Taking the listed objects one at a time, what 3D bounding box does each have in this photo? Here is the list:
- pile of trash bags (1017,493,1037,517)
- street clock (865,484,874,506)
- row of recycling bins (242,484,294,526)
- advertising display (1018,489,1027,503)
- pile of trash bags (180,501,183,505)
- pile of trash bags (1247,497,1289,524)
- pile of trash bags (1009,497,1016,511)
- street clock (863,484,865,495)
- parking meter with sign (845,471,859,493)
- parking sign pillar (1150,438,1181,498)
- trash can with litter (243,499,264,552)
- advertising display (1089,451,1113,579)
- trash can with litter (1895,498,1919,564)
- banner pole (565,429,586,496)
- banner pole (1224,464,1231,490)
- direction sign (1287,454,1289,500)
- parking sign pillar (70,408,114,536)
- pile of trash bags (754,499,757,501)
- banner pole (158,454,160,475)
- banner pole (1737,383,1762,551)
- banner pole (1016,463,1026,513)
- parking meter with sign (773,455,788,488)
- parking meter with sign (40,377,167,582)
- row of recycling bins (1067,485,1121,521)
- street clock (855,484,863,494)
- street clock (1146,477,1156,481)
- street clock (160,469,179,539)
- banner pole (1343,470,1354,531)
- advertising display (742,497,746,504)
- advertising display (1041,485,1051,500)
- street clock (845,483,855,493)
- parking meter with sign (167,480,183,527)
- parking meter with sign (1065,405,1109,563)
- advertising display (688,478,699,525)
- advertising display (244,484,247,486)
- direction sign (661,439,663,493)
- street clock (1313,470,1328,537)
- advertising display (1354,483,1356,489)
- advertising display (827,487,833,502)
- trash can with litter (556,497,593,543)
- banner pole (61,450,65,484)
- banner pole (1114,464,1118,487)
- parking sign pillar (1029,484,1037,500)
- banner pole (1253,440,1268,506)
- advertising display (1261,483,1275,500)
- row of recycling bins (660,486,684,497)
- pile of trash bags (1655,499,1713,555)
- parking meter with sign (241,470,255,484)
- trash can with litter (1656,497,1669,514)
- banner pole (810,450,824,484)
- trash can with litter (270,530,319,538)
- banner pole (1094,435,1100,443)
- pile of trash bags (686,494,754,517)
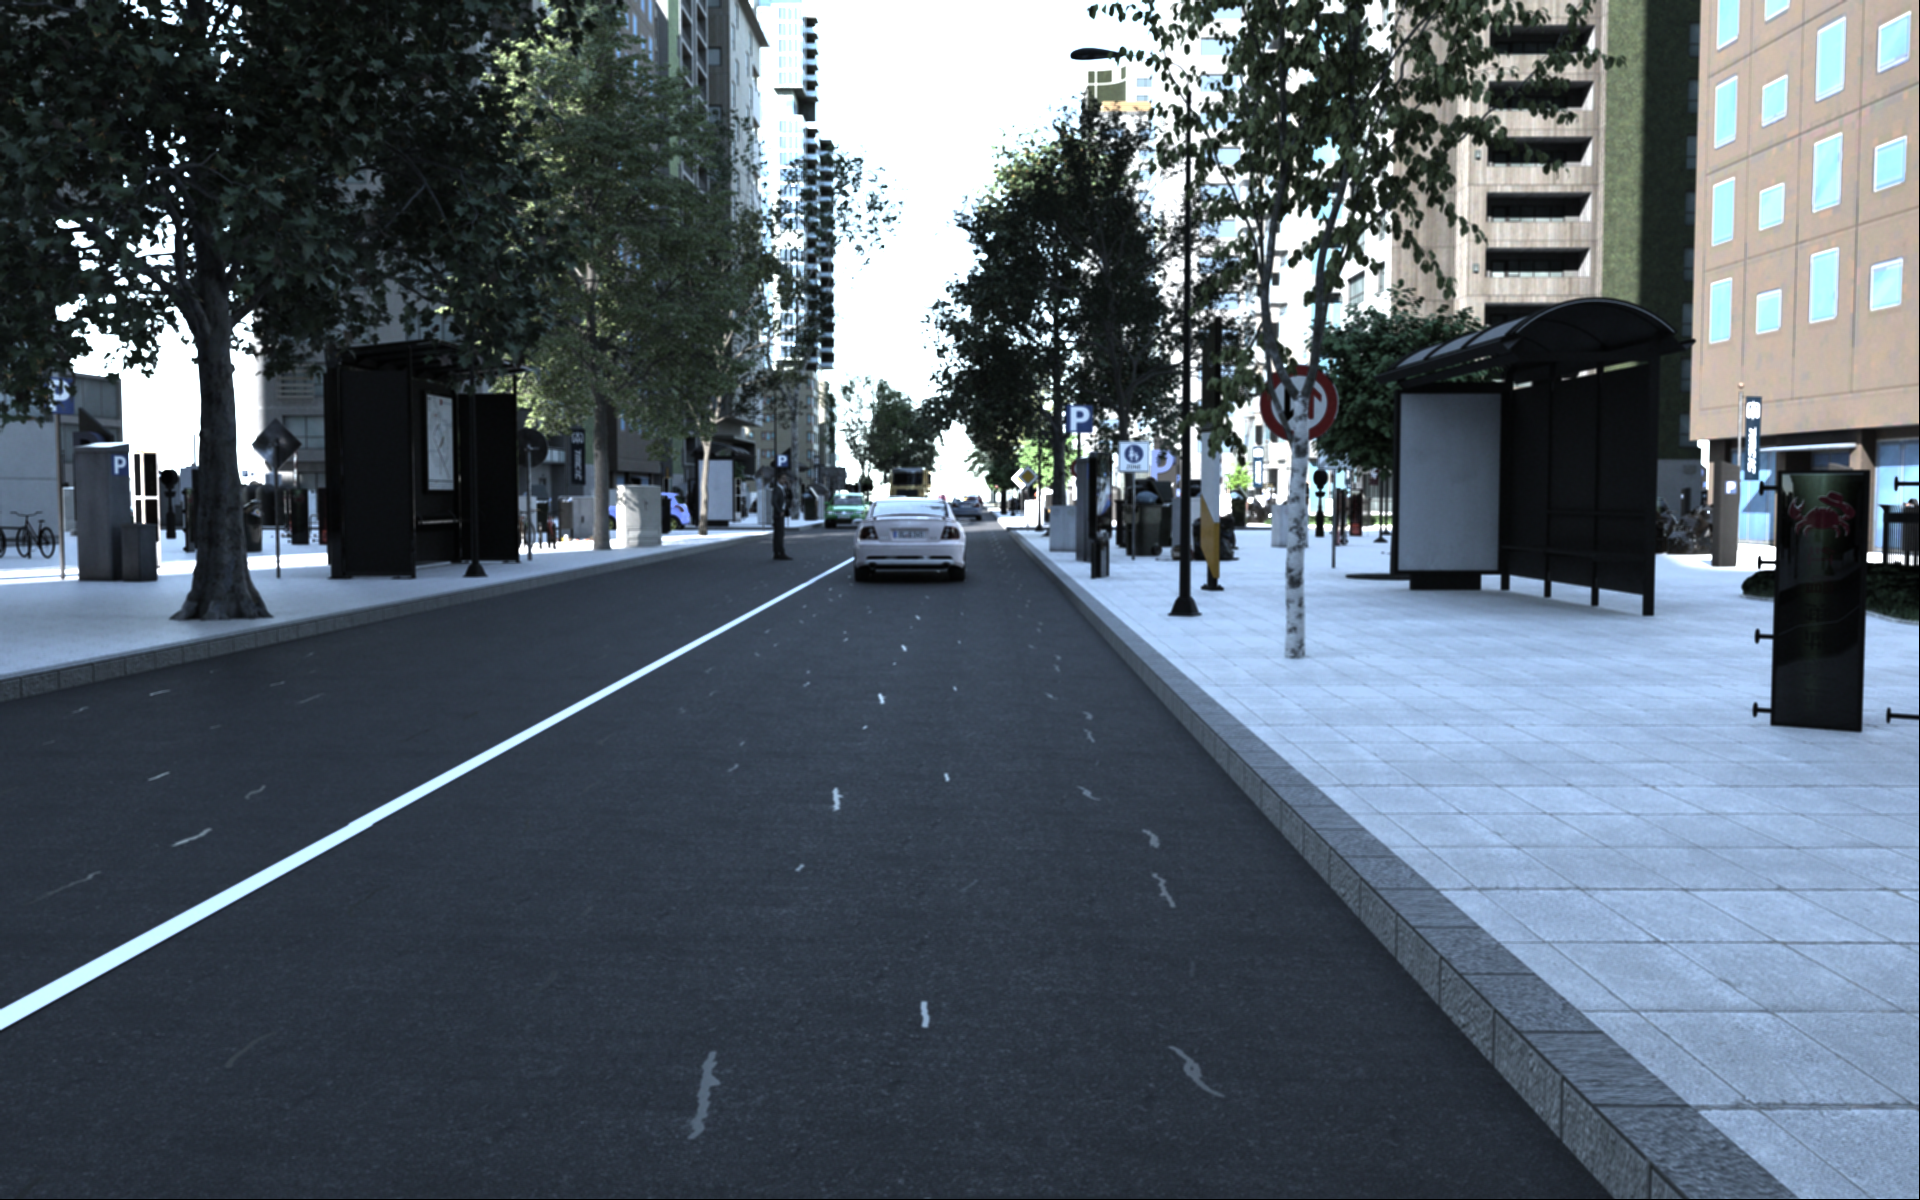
[{"bbox_3d":[4.406,-5.210,94.930,1.912,1.369,3.447,0,4,-4],"label":"pile of trash bags"},{"bbox_3d":[-6.425,-7.390,125.389,0.358,2.002,0.471,1,4,18],"label":"street clock"},{"bbox_3d":[-28.111,-3.833,69.775,3.534,1.692,1.069,2,4,30],"label":"row of recycling bins"},{"bbox_3d":[4.961,-8.053,136.878,0.974,1.923,0.123,-3,4,-38],"label":"advertising display"},{"bbox_3d":[-63.681,-8.095,142.098,3.447,1.369,1.912,2,4,28],"label":"pile of trash bags"},{"bbox_3d":[13.683,-3.944,74.236,1.912,1.369,3.447,-1,4,-21],"label":"pile of trash bags"},{"bbox_3d":[4.946,-7.625,134.416,1.912,1.369,3.447,-1,4,-10],"label":"pile of trash bags"},{"bbox_3d":[-6.947,-7.467,126.658,0.471,2.002,0.358,-1,4,-17],"label":"street clock"},{"bbox_3d":[-8.118,-8.364,133.015,1.738,3.016,0.543,2,4,32],"label":"parking meter with sign"},{"bbox_3d":[8.938,-5.315,75.375,1.447,3.967,1.447,3,4,36],"label":"parking sign pillar"},{"bbox_3d":[-15.923,-1.641,38.212,1.055,1.170,0.624,-1,4,-10],"label":"trash can with litter"},{"bbox_3d":[2.161,-1.309,26.615,0.123,1.923,0.974,1,4,19],"label":"advertising display"},{"bbox_3d":[15.892,-1.090,28.883,1.678,1.210,2.233,1,4,15],"label":"trash can with litter"},{"bbox_3d":[-13.035,-4.183,58.412,0.863,3.779,0.401,-1,4,-11],"label":"banner pole"},{"bbox_3d":[22.052,-9.324,142.466,0.401,3.779,0.863,-3,4,-38],"label":"banner pole"},{"bbox_3d":[18.525,-6.477,97.900,0.379,3.537,0.876,1,4,13],"label":"direction sign"},{"bbox_3d":[-26.867,-3.992,53.749,1.447,3.967,1.447,1,4,21],"label":"parking sign pillar"},{"bbox_3d":[-13.132,-6.892,122.438,1.912,1.369,3.447,3,4,39],"label":"pile of trash bags"},{"bbox_3d":[-50.702,-7.286,109.146,0.401,3.779,0.863,3,5,43],"label":"banner pole"},{"bbox_3d":[17.771,-3.004,39.129,0.863,3.779,0.401,-1,4,-23],"label":"banner pole"},{"bbox_3d":[3.978,-7.627,114.716,0.863,3.779,0.401,0,4,-4],"label":"banner pole"},{"bbox_3d":[-8.079,-4.960,77.361,0.543,3.016,1.738,-1,4,-16],"label":"parking meter with sign"},{"bbox_3d":[-12.705,-1.798,25.653,1.738,3.016,0.543,1,4,20],"label":"parking meter with sign"},{"bbox_3d":[6.331,-4.647,83.097,3.534,1.692,1.069,-3,4,-37],"label":"row of recycling bins"},{"bbox_3d":[-7.486,-7.394,125.454,0.471,2.002,0.358,-1,4,-16],"label":"street clock"},{"bbox_3d":[8.117,-4.233,73.785,0.471,2.002,0.358,2,4,23],"label":"street clock"},{"bbox_3d":[-22.740,-2.771,49.870,0.471,2.002,0.358,1,4,19],"label":"street clock"},{"bbox_3d":[13.459,-4.265,59.744,0.401,3.779,0.863,-1,4,-13],"label":"banner pole"},{"bbox_3d":[-17.803,-8.380,142.227,0.123,1.923,0.974,-3,5,-43],"label":"advertising display"},{"bbox_3d":[4.513,-5.298,91.834,0.123,1.923,0.974,-2,4,-31],"label":"advertising display"},{"bbox_3d":[-7.345,-6.708,114.246,0.471,2.002,0.358,-1,4,-19],"label":"street clock"},{"bbox_3d":[-31.163,-4.368,67.685,1.738,3.016,0.543,0,4,-3],"label":"parking meter with sign"},{"bbox_3d":[2.477,-2.253,33.101,0.543,3.016,1.738,-1,4,-11],"label":"parking meter with sign"},{"bbox_3d":[-10.970,-4.054,71.494,0.123,1.923,0.974,1,4,17],"label":"advertising display"},{"bbox_3d":[-44.105,-6.181,106.281,0.974,1.923,0.123,2,4,26],"label":"advertising display"},{"bbox_3d":[-12.072,-4.783,70.195,0.379,3.537,0.876,-1,4,-15],"label":"direction sign"},{"bbox_3d":[10.789,-2.894,51.888,0.358,2.002,0.471,-1,4,-23],"label":"street clock"},{"bbox_3d":[23.086,-5.824,100.437,0.974,1.923,0.123,-2,4,-34],"label":"advertising display"},{"bbox_3d":[-8.376,-6.490,111.324,0.123,1.923,0.974,-1,4,-23],"label":"advertising display"},{"bbox_3d":[-10.305,-2.183,46.754,1.678,1.210,2.233,2,4,27],"label":"trash can with litter"},{"bbox_3d":[-50.859,-6.610,98.094,0.401,3.779,0.863,0,4,1],"label":"banner pole"},{"bbox_3d":[12.298,-8.981,136.863,0.401,3.779,0.863,2,4,29],"label":"banner pole"},{"bbox_3d":[4.993,-7.585,112.482,1.447,3.967,1.447,1,4,10],"label":"parking sign pillar"},{"bbox_3d":[13.928,-5.505,80.027,0.863,3.779,0.401,1,4,23],"label":"banner pole"},{"bbox_3d":[17.912,-5.847,100.817,0.974,1.923,0.123,-2,4,-30],"label":"advertising display"},{"bbox_3d":[-16.211,-5.103,90.541,3.534,1.692,1.069,0,4,-5],"label":"row of recycling bins"},{"bbox_3d":[15.160,-1.730,38.042,1.912,1.369,3.447,-2,4,-31],"label":"pile of trash bags"},{"bbox_3d":[-56.086,-8.594,136.764,0.543,3.016,1.738,-3,5,-45],"label":"parking meter with sign"},{"bbox_3d":[23.901,-2.904,58.871,0.624,1.170,1.055,0,4,4],"label":"trash can with litter"},{"bbox_3d":[-8.312,-6.660,98.905,0.863,3.779,0.401,-3,5,-44],"label":"banner pole"},{"bbox_3d":[-19.685,-2.484,51.672,1.678,1.210,2.233,-1,4,-21],"label":"trash can with litter"},{"bbox_3d":[5.854,-5.050,72.579,0.863,3.779,0.401,1,4,18],"label":"banner pole"},{"bbox_3d":[-13.488,-5.233,95.315,3.447,1.369,1.912,-3,4,-37],"label":"pile of trash bags"}]
